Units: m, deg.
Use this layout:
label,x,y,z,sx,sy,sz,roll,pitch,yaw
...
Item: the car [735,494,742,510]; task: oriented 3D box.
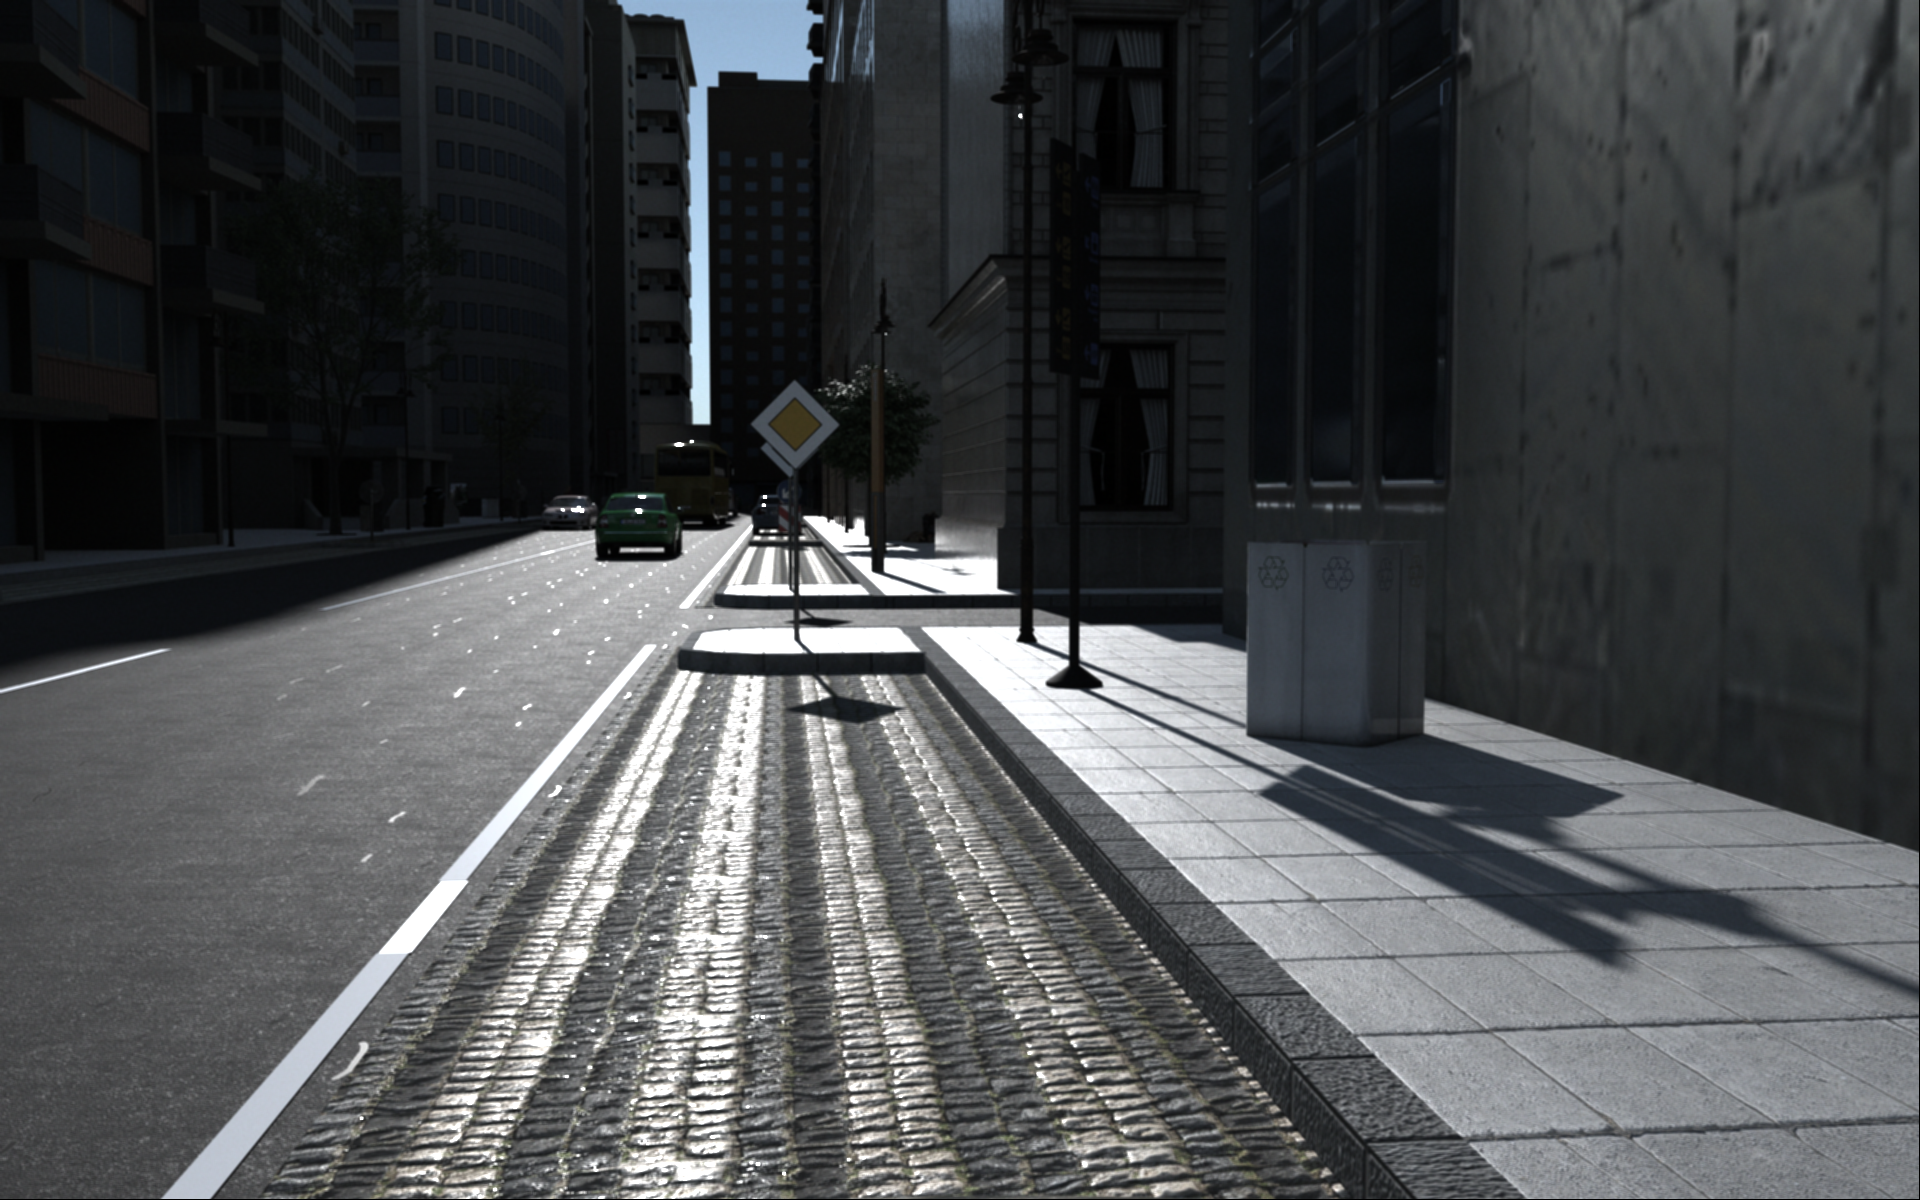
label,x,y,z,sx,sy,sz,roll,pitch,yaw
car,-20.382,-8.892,154.184,1.959,1.807,4.718,0,4,-5

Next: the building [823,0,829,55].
label,x,y,z,sx,sy,sz,roll,pitch,yaw
building,-1.465,-28.068,109.021,14.600,45.320,14.200,0,4,-6

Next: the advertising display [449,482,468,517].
label,x,y,z,sx,sy,sz,roll,pitch,yaw
advertising display,-27.752,-5.545,95.879,0.974,1.923,0.123,-1,4,-18

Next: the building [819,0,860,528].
label,x,y,z,sx,sy,sz,roll,pitch,yaw
building,3.495,-16.946,81.585,19.350,26.468,34.151,0,4,-6

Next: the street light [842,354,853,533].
label,x,y,z,sx,sy,sz,roll,pitch,yaw
street light,-3.754,-5.159,57.130,0.468,5.910,1.993,0,4,-6

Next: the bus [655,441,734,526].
label,x,y,z,sx,sy,sz,roll,pitch,yaw
bus,-12.224,-5.414,80.061,2.896,3.916,12.252,0,4,-4

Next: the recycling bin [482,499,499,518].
label,x,y,z,sx,sy,sz,roll,pitch,yaw
recycling bin,-25.136,-4.903,92.716,0.722,1.027,0.722,-3,4,-36

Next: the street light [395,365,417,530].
label,x,y,z,sx,sy,sz,roll,pitch,yaw
street light,-19.835,-5.462,62.093,0.468,5.910,1.993,0,4,-6

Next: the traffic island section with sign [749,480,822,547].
label,x,y,z,sx,sy,sz,roll,pitch,yaw
traffic island section with sign,-4.810,-2.389,47.683,1.989,1.847,2.006,0,4,-6

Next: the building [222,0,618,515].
label,x,y,z,sx,sy,sz,roll,pitch,yaw
building,-43.782,-27.110,135.123,32.217,40.220,23.993,0,4,-6

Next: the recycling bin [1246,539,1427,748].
label,x,y,z,sx,sy,sz,roll,pitch,yaw
recycling bin,2.003,0.204,9.213,0.722,1.027,0.722,3,5,39

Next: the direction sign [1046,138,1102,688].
label,x,y,z,sx,sy,sz,roll,pitch,yaw
direction sign,0.765,-1.193,11.507,0.379,3.537,0.876,2,4,24

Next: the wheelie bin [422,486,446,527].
label,x,y,z,sx,sy,sz,roll,pitch,yaw
wheelie bin,-20.269,-3.605,66.853,0.693,1.594,0.980,2,4,34

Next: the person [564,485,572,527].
label,x,y,z,sx,sy,sz,roll,pitch,yaw
person,-17.285,-4.157,76.438,0.573,1.828,0.580,-2,4,-34

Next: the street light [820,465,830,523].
label,x,y,z,sx,sy,sz,roll,pitch,yaw
street light,-5.862,-6.374,77.009,0.468,5.910,1.993,0,4,-6

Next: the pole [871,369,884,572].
label,x,y,z,sx,sy,sz,roll,pitch,yaw
pole,-1.355,-2.116,28.443,0.158,3.312,0.155,0,3,0

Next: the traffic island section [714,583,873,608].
label,x,y,z,sx,sy,sz,roll,pitch,yaw
traffic island section,-2.245,-0.055,23.186,2.009,0.180,2.903,0,4,-6

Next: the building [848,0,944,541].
label,x,y,z,sx,sy,sz,roll,pitch,yaw
building,1.980,-12.277,55.477,10.420,20.320,16.860,0,4,-6

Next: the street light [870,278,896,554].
label,x,y,z,sx,sy,sz,roll,pitch,yaw
street light,-1.652,-3.943,37.251,0.468,5.910,1.993,0,4,-6

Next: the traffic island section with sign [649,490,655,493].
label,x,y,z,sx,sy,sz,roll,pitch,yaw
traffic island section with sign,-26.735,-8.686,150.640,1.989,1.847,2.006,0,4,-6

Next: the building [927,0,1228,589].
label,x,y,z,sx,sy,sz,roll,pitch,yaw
building,9.036,-10.016,28.390,19.286,19.102,10.561,0,4,-6

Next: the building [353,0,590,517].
label,x,y,z,sx,sy,sz,roll,pitch,yaw
building,-35.697,-34.639,108.344,21.231,58.520,28.212,0,4,-6

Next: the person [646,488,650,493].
label,x,y,z,sx,sy,sz,roll,pitch,yaw
person,-20.790,-6.533,115.189,0.709,1.838,0.599,0,4,-4

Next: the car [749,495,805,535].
label,x,y,z,sx,sy,sz,roll,pitch,yaw
car,-6.559,-3.060,62.028,2.014,1.417,4.499,0,4,-6

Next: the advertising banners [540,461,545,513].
label,x,y,z,sx,sy,sz,roll,pitch,yaw
advertising banners,-22.638,-5.973,93.849,0.090,3.025,2.074,-1,4,-10

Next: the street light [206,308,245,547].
label,x,y,z,sx,sy,sz,roll,pitch,yaw
street light,-17.790,-4.240,42.107,0.468,5.910,1.993,0,4,-6

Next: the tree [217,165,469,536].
label,x,y,z,sx,sy,sz,roll,pitch,yaw
tree,-19.439,-7.838,53.914,9.928,11.665,9.643,0,3,0

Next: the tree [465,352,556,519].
label,x,y,z,sx,sy,sz,roll,pitch,yaw
tree,-22.933,-8.468,88.809,4.737,8.622,4.395,0,3,0

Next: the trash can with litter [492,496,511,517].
label,x,y,z,sx,sy,sz,roll,pitch,yaw
trash can with litter,-25.471,-5.174,95.989,1.055,1.170,0.624,-3,5,-41

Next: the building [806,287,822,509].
label,x,y,z,sx,sy,sz,roll,pitch,yaw
building,-0.106,-19.293,160.484,27.650,21.520,28.899,0,4,-6

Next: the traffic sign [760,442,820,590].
label,x,y,z,sx,sy,sz,roll,pitch,yaw
traffic sign,-2.268,-1.190,23.107,0.795,2.450,0.064,0,4,-6

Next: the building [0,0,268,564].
label,x,y,z,sx,sy,sz,roll,pitch,yaw
building,-27.423,-23.166,33.383,22.147,44.769,28.867,0,4,-6

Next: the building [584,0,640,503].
label,x,y,z,sx,sy,sz,roll,pitch,yaw
building,-41.196,-32.776,159.586,21.600,48.544,21.300,0,4,-6

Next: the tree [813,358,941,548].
label,x,y,z,sx,sy,sz,roll,pitch,yaw
tree,-2.095,-3.567,42.034,4.285,4.588,4.351,0,3,0

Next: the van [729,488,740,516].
label,x,y,z,sx,sy,sz,roll,pitch,yaw
van,-15.533,-6.559,114.257,2.013,2.044,4.112,0,4,-5

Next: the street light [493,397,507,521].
label,x,y,z,sx,sy,sz,roll,pitch,yaw
street light,-21.967,-6.731,82.831,0.468,5.910,1.993,0,4,-6

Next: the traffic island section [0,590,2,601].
label,x,y,z,sx,sy,sz,roll,pitch,yaw
traffic island section,-13.625,0.017,22.007,2.009,0.180,2.903,0,4,-6

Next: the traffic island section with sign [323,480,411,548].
label,x,y,z,sx,sy,sz,roll,pitch,yaw
traffic island section with sign,-15.864,-2.317,46.511,1.989,1.847,2.006,0,4,-6

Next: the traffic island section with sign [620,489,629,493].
label,x,y,z,sx,sy,sz,roll,pitch,yaw
traffic island section with sign,-23.938,-7.046,123.830,1.989,1.847,2.006,0,4,-6

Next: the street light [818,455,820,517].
label,x,y,z,sx,sy,sz,roll,pitch,yaw
street light,-7.875,-7.591,96.897,0.468,5.910,1.993,0,4,-6

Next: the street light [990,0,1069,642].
label,x,y,z,sx,sy,sz,roll,pitch,yaw
street light,0.580,-2.574,14.876,0.468,5.910,1.993,0,4,-6

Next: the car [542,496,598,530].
label,x,y,z,sx,sy,sz,roll,pitch,yaw
car,-15.879,-3.568,70.696,2.083,1.381,4.827,0,4,-5

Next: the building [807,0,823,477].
label,x,y,z,sx,sy,sz,roll,pitch,yaw
building,-0.285,-29.122,130.771,22.147,44.769,28.867,0,4,-6

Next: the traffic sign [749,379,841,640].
label,x,y,z,sx,sy,sz,roll,pitch,yaw
traffic sign,-1.439,-0.705,15.165,0.795,2.450,0.064,0,4,-6

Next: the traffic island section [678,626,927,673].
label,x,y,z,sx,sy,sz,roll,pitch,yaw
traffic island section,-1.416,0.430,15.244,2.009,0.180,2.903,0,4,-6

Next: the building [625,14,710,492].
label,x,y,z,sx,sy,sz,roll,pitch,yaw
building,-41.320,-36.872,192.091,27.495,52.752,28.713,0,4,-6

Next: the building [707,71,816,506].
label,x,y,z,sx,sy,sz,roll,pitch,yaw
building,-19.755,-32.884,187.768,14.200,45.320,14.600,0,4,-6

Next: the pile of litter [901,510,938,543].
label,x,y,z,sx,sy,sz,roll,pitch,yaw
pile of litter,-1.040,-1.966,46.116,1.176,0.858,1.719,1,4,19

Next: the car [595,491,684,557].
label,x,y,z,sx,sy,sz,roll,pitch,yaw
car,-7.528,-1.960,40.835,1.959,1.807,4.718,0,4,-6

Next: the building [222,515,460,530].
label,x,y,z,sx,sy,sz,roll,pitch,yaw
building,-37.497,-22.945,67.031,32.217,40.220,23.993,0,4,-6

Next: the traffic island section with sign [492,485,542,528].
label,x,y,z,sx,sy,sz,roll,pitch,yaw
traffic island section with sign,-18.656,-3.957,73.322,1.989,1.847,2.006,0,4,-6
